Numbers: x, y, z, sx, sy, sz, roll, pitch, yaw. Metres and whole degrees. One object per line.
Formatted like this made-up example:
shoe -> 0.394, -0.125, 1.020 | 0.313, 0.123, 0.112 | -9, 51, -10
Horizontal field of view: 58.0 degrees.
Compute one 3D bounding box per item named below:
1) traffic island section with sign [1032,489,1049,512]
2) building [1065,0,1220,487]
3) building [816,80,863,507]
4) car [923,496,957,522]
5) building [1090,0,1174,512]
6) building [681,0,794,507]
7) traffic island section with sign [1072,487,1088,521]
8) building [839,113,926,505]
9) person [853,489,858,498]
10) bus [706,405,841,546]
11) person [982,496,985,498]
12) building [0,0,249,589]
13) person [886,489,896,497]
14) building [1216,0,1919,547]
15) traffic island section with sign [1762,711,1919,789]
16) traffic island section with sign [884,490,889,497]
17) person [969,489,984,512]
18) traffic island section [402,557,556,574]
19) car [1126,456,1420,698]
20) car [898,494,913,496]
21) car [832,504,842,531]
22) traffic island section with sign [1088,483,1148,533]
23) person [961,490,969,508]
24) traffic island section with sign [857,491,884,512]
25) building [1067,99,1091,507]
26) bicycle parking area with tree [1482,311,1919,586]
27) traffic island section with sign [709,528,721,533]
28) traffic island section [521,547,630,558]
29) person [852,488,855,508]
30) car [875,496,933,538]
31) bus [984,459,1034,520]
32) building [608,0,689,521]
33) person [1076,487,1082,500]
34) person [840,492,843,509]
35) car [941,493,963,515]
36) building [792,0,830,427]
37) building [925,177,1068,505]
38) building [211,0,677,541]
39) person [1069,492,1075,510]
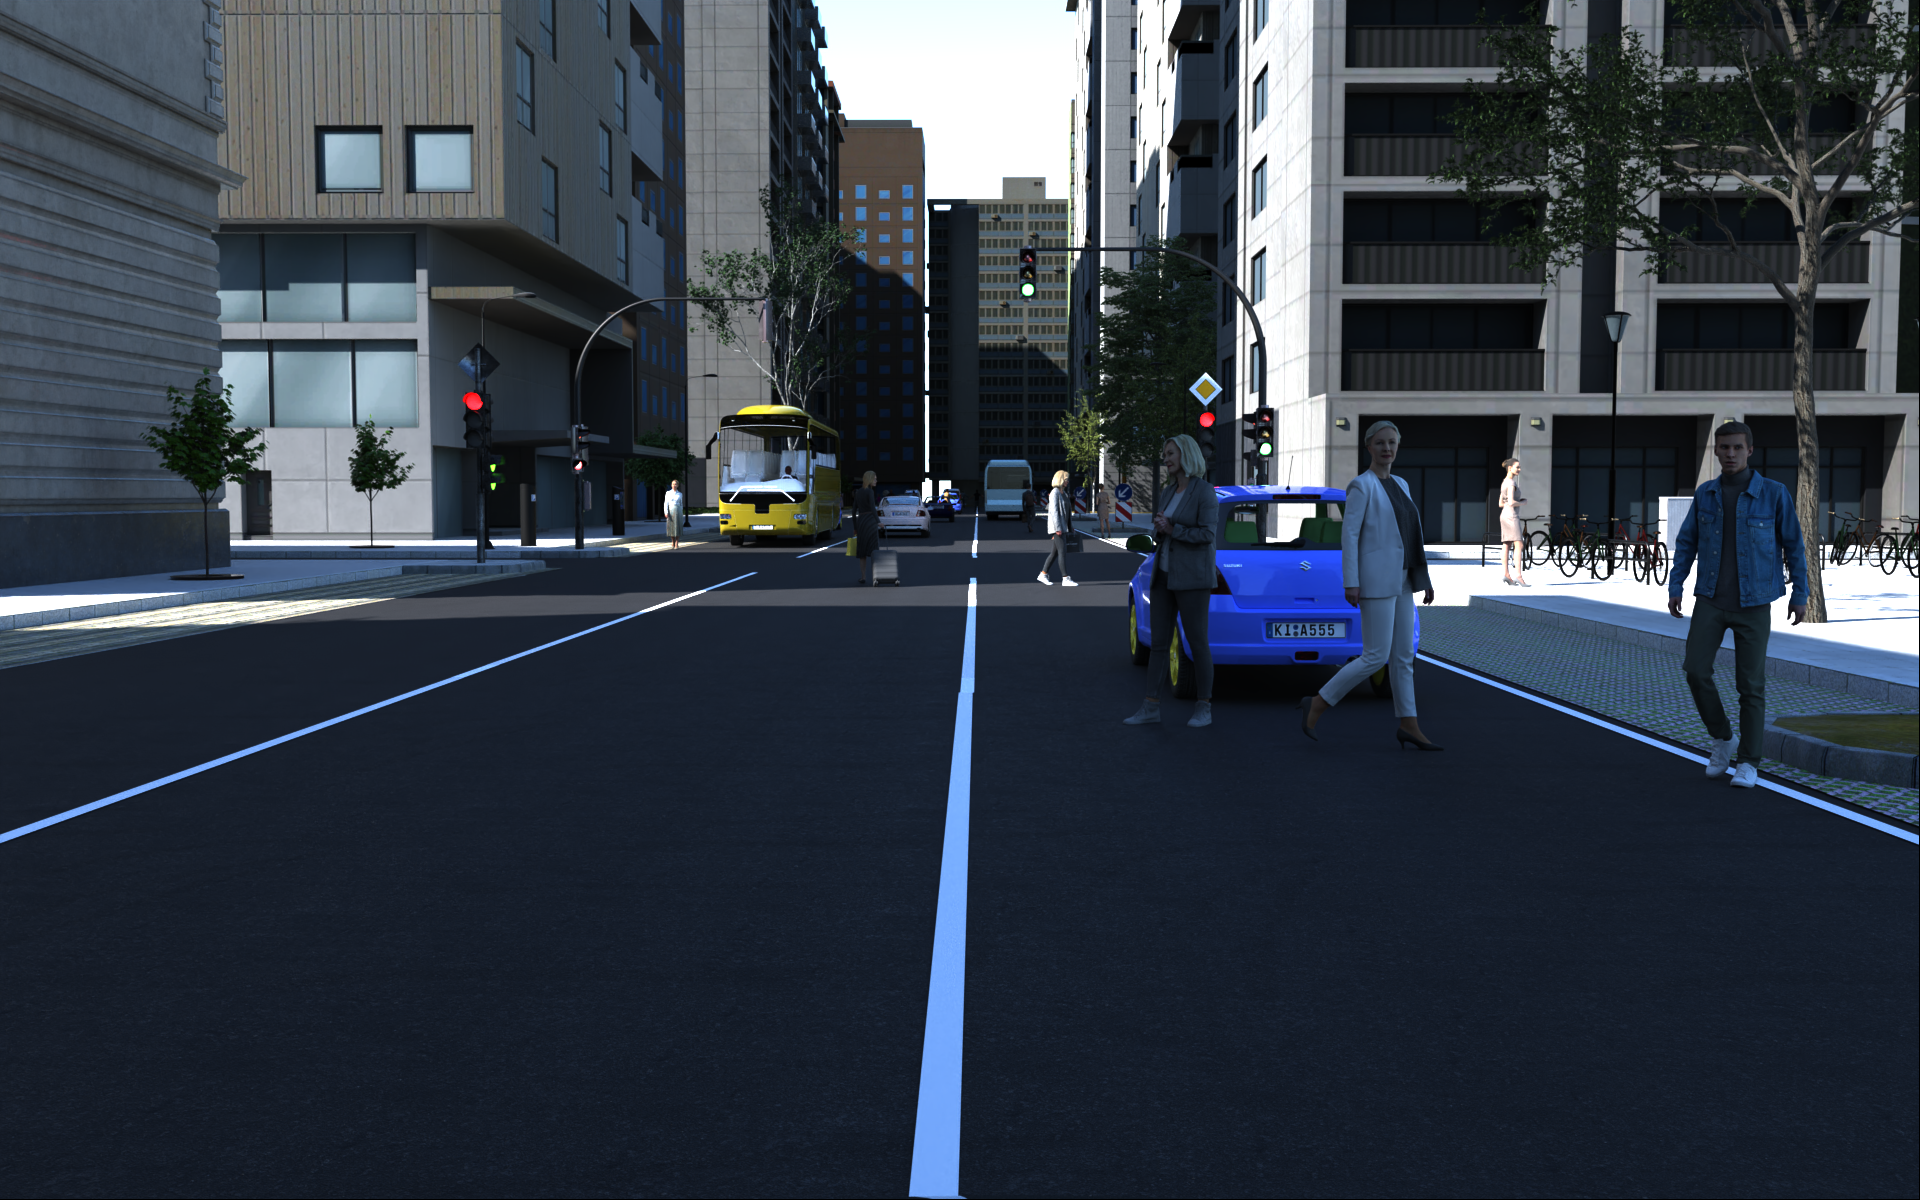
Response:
traffic island section with sign -> 6.766, -8.170, 142.213 | 1.989, 1.847, 2.006 | 0, 4, 1
building -> 24.796, -35.003, 161.536 | 28.713, 52.752, 27.495 | 0, 4, 1
building -> -25.153, -32.053, 178.690 | 28.867, 44.769, 22.147 | 0, 4, 1
car -> -1.151, -4.708, 89.561 | 1.945, 1.354, 3.894 | 0, 4, 0
building -> 20.642, -36.148, 133.022 | 21.231, 58.520, 28.212 | 0, 4, 1
building -> -20.525, -41.965, 124.378 | 20.563, 71.187, 20.611 | 0, 4, 1
traffic island section with sign -> 6.240, -5.105, 92.097 | 1.989, 1.847, 2.006 | 0, 4, 1
building -> -11.347, -34.057, 206.938 | 14.200, 45.320, 14.600 | 0, 4, 1
person -> -9.590, -9.340, 159.485 | 0.721, 1.736, 1.217 | 1, 4, 13
bus -> -5.221, -3.665, 51.471 | 2.896, 3.916, 12.252 | 0, 3, 0
person -> 2.111, -8.229, 143.569 | 0.750, 1.759, 0.617 | -1, 4, -11
building -> -22.167, -12.007, 25.196 | 19.941, 23.489, 11.050 | 0, 4, 1
person -> -5.500, -7.958, 138.758 | 1.348, 1.807, 0.705 | -1, 4, -17
building -> 19.291, -37.426, 50.160 | 20.611, 71.187, 20.563 | 0, 4, 1
traffic island section with sign -> 5.353, -0.031, 9.137 | 1.989, 1.847, 2.006 | 0, 4, 1
traffic island section with sign -> -7.166, -9.842, 169.539 | 1.989, 1.847, 2.006 | 0, 4, 1
person -> 1.358, -8.048, 140.090 | 1.348, 1.822, 0.705 | -1, 4, -18
traffic island section -> -8.949, -0.613, 32.301 | 2.009, 0.180, 2.903 | 0, 4, 1
car -> 2.299, -0.237, 13.460 | 1.945, 1.707, 3.694 | 0, 4, -1
car -> -4.520, -8.045, 143.330 | 2.131, 1.459, 4.920 | 0, 4, 1
car -> -5.669, -3.620, 68.782 | 1.945, 1.707, 3.694 | 0, 4, 2
traffic island section with sign -> 5.940, -3.431, 64.724 | 1.989, 1.847, 2.006 | 0, 4, 1
person -> 0.301, -10.415, 178.867 | 1.350, 1.814, 0.705 | -1, 4, -9
traffic island section with sign -> -7.459, -8.172, 142.244 | 1.989, 1.847, 2.006 | 0, 4, 1
building -> 18.319, -30.527, 182.709 | 14.154, 41.232, 14.086 | 0, 4, 1
bicycle parking area with tree -> 12.940, -2.492, 27.749 | 8.231, 4.147, 9.016 | 1, 4, 9
traffic island section with sign -> -8.279, -3.441, 64.884 | 1.989, 1.847, 2.006 | 0, 4, 1
traffic island section -> -8.864, -1.101, 40.285 | 2.009, 0.180, 2.903 | 0, 4, 1
person -> -9.926, -9.519, 161.681 | 0.705, 1.823, 1.348 | 0, 4, -1
car -> -1.941, -2.817, 58.422 | 2.083, 1.381, 4.827 | 0, 4, 0
bus -> 2.826, -6.403, 99.555 | 2.948, 3.499, 13.247 | 0, 4, 2
building -> -21.971, -26.749, 87.455 | 14.600, 45.320, 14.200 | 0, 4, 1
person -> 8.387, -7.085, 122.332 | 0.683, 1.767, 0.568 | 2, 4, 25
person -> -10.289, -8.750, 149.771 | 0.621, 1.740, 0.551 | -1, 4, -10
car -> -0.755, -6.883, 122.134 | 1.945, 1.707, 3.694 | 0, 4, -1
building -> -23.210, -32.493, 150.864 | 23.786, 49.044, 30.456 | 0, 4, 1
building -> 7.833, -31.989, 214.902 | 23.993, 40.220, 32.217 | 0, 4, 1
building -> -25.482, -28.699, 58.470 | 28.713, 52.752, 27.495 | 0, 4, 1
person -> 8.946, -7.916, 138.663 | 0.628, 1.438, 0.799 | -1, 4, -18
